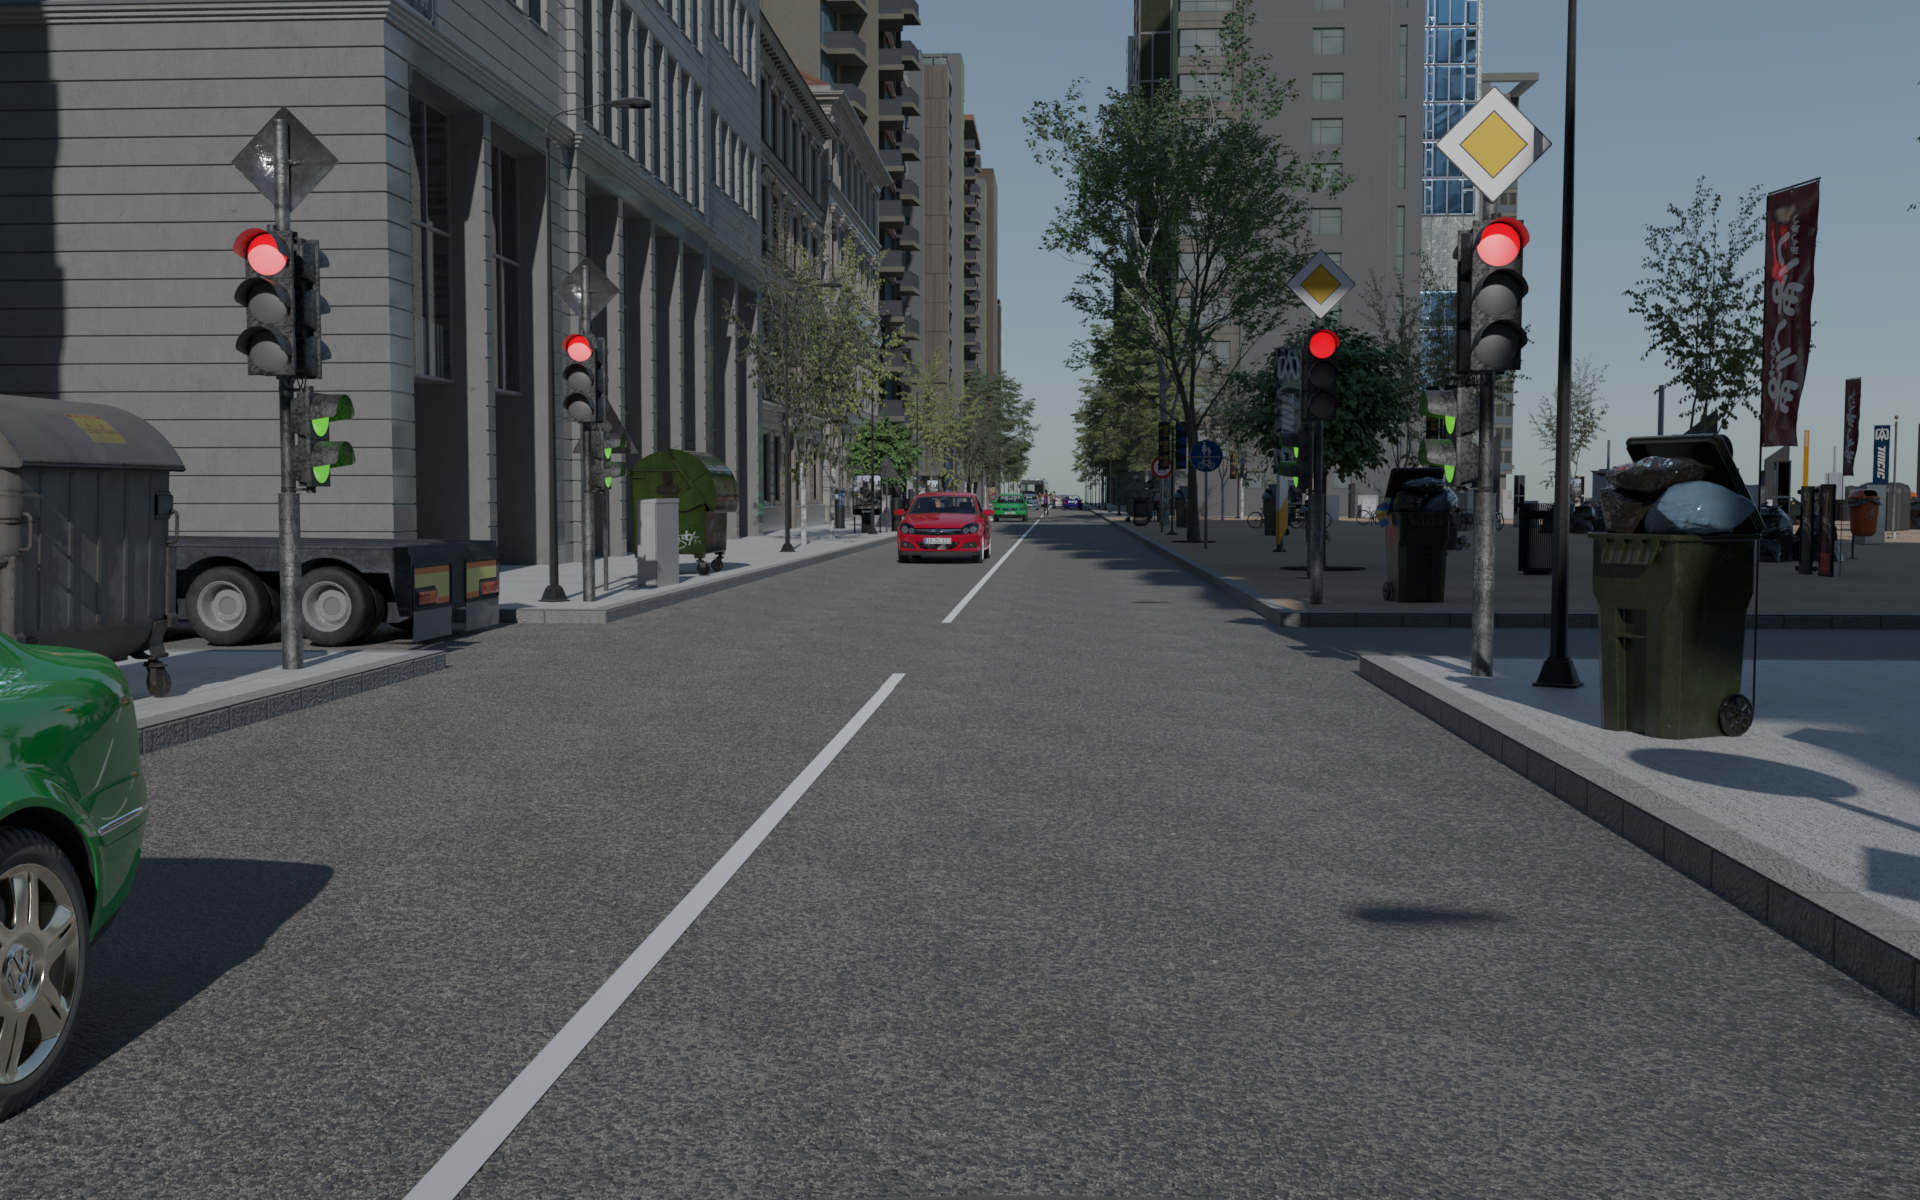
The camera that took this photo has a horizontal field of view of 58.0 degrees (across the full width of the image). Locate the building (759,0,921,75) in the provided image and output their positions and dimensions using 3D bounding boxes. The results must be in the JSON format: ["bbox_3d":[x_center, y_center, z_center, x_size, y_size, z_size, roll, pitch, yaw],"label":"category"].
[{"bbox_3d":[-14.089,-27.876,110.396,22.147,44.769,28.867,0,4,3],"label":"building"}]

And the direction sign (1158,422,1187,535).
[{"bbox_3d":[6.656,-3.809,54.281,0.876,3.537,0.379,1,4,11],"label":"direction sign"}]

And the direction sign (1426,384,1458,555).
[{"bbox_3d":[10.053,-2.705,36.227,0.379,3.537,0.876,-2,4,-28],"label":"direction sign"}]

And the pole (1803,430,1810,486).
[{"bbox_3d":[27.005,-3.759,55.309,0.158,3.312,0.155,0,3,0],"label":"pole"}]

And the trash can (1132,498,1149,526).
[{"bbox_3d":[7.270,-3.546,69.635,0.748,1.137,0.748,0,3,0],"label":"trash can"}]

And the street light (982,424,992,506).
[{"bbox_3d":[1.162,-8.670,114.290,1.470,5.913,1.316,0,4,3],"label":"street light"}]

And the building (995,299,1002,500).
[{"bbox_3d":[-1.331,-29.094,247.390,14.160,30.474,14.107,0,4,3],"label":"building"}]

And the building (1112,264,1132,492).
[{"bbox_3d":[26.036,-27.168,215.899,14.160,30.474,14.107,0,4,3],"label":"building"}]

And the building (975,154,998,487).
[{"bbox_3d":[-2.143,-35.613,232.388,14.600,45.320,14.200,0,4,3],"label":"building"}]

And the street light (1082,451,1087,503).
[{"bbox_3d":[11.823,-11.085,153.779,1.470,5.913,1.316,0,4,3],"label":"street light"}]

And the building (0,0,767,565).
[{"bbox_3d":[-12.263,-15.924,37.850,11.434,29.767,29.804,0,4,3],"label":"building"}]

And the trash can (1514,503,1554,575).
[{"bbox_3d":[9.197,-0.972,27.541,0.748,1.137,0.748,0,3,0],"label":"trash can"}]

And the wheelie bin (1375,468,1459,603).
[{"bbox_3d":[5.469,-0.778,20.621,0.980,1.594,0.693,0,4,-4],"label":"wheelie bin"}]

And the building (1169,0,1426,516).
[{"bbox_3d":[19.819,-25.790,105.269,14.154,41.232,14.086,0,4,3],"label":"building"}]

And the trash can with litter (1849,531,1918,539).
[{"bbox_3d":[26.972,-2.428,50.748,1.678,1.210,2.233,1,4,17],"label":"trash can with litter"}]

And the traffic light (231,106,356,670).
[{"bbox_3d":[-4.882,-1.448,12.598,0.839,4.253,0.868,0,4,3],"label":"traffic light"}]

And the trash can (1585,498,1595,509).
[{"bbox_3d":[25.538,-3.603,70.558,0.748,1.137,0.748,0,3,0],"label":"trash can"}]

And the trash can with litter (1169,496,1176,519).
[{"bbox_3d":[10.912,-4.860,90.511,1.678,1.210,2.233,-2,4,-29],"label":"trash can with litter"}]

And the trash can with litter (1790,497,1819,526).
[{"bbox_3d":[34.730,-3.673,71.433,1.055,1.170,0.624,2,4,26],"label":"trash can with litter"}]

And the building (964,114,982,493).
[{"bbox_3d":[-8.951,-33.155,196.707,22.147,44.769,28.867,0,4,3],"label":"building"}]

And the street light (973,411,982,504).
[{"bbox_3d":[0.319,-7.644,97.527,1.470,5.913,1.316,0,4,3],"label":"street light"}]

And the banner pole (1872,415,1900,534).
[{"bbox_3d":[29.510,-3.984,55.162,0.863,3.779,0.401,3,4,36],"label":"banner pole"}]

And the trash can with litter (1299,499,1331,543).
[{"bbox_3d":[9.360,-2.089,45.543,0.624,1.170,1.055,2,4,30],"label":"trash can with litter"}]

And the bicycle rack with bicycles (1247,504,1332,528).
[{"bbox_3d":[12.519,-3.158,65.020,2.925,0.926,2.852,2,4,26],"label":"bicycle rack with bicycles"}]

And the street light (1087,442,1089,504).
[{"bbox_3d":[10.991,-10.059,137.000,1.470,5.913,1.316,0,4,3],"label":"street light"}]

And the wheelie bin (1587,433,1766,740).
[{"bbox_3d":[3.822,-0.084,9.274,0.693,1.594,0.980,-2,4,-24],"label":"wheelie bin"}]

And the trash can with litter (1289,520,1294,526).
[{"bbox_3d":[13.136,-3.593,70.125,0.624,1.170,1.055,-2,4,-31],"label":"trash can with litter"}]

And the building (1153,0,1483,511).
[{"bbox_3d":[25.699,-49.750,126.081,22.319,86.520,31.000,0,4,3],"label":"building"}]

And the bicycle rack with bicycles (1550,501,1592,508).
[{"bbox_3d":[30.882,-4.522,87.316,2.852,0.926,2.925,2,4,30],"label":"bicycle rack with bicycles"}]

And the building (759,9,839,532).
[{"bbox_3d":[-10.909,-12.165,63.530,10.561,19.102,19.286,0,4,3],"label":"building"}]

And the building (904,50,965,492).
[{"bbox_3d":[-6.998,-28.915,156.360,14.154,41.232,14.086,0,4,3],"label":"building"}]

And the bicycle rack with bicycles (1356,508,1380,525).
[{"bbox_3d":[17.843,-3.557,71.543,2.925,0.926,2.852,1,4,20],"label":"bicycle rack with bicycles"}]

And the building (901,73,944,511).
[{"bbox_3d":[-17.151,-27.283,137.950,32.217,40.220,23.993,0,4,3],"label":"building"}]

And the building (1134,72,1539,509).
[{"bbox_3d":[32.027,-28.302,154.615,32.217,40.220,23.993,0,4,3],"label":"building"}]

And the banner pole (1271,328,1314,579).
[{"bbox_3d":[5.100,-2.213,26.203,0.863,3.779,0.401,-1,4,-16],"label":"banner pole"}]

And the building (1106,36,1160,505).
[{"bbox_3d":[31.560,-56.498,236.414,22.319,86.520,31.000,0,4,3],"label":"building"}]

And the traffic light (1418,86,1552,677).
[{"bbox_3d":[3.665,-1.418,12.112,0.839,4.253,0.868,0,4,3],"label":"traffic light"}]

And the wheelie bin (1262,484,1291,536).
[{"bbox_3d":[9.722,-2.785,53.436,0.980,1.594,0.693,-2,4,-33],"label":"wheelie bin"}]

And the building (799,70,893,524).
[{"bbox_3d":[-10.015,-15.133,83.587,11.583,22.565,21.152,0,4,3],"label":"building"}]

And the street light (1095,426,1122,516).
[{"bbox_3d":[8.924,-7.974,102.915,1.470,5.913,1.316,0,4,3],"label":"street light"}]

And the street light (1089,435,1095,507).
[{"bbox_3d":[9.879,-9.013,119.909,1.470,5.913,1.316,0,4,3],"label":"street light"}]

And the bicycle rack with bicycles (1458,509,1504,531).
[{"bbox_3d":[17.863,-2.897,60.747,2.925,0.926,2.852,-1,4,-22],"label":"bicycle rack with bicycles"}]

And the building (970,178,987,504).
[{"bbox_3d":[-3.967,-32.715,218.480,14.154,41.232,14.086,0,4,3],"label":"building"}]

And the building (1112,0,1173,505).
[{"bbox_3d":[28.042,-46.391,196.743,20.563,71.187,20.611,0,4,3],"label":"building"}]

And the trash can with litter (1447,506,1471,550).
[{"bbox_3d":[11.294,-1.743,39.882,0.624,1.170,1.055,3,5,44],"label":"trash can with litter"}]

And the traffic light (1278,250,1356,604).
[{"bbox_3d":[4.135,-1.906,20.084,0.839,4.253,0.868,0,4,3],"label":"traffic light"}]

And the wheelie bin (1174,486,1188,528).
[{"bbox_3d":[8.571,-3.558,66.088,0.980,1.594,0.693,-2,4,-35],"label":"wheelie bin"}]

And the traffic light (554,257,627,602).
[{"bbox_3d":[-4.412,-1.936,20.570,0.839,4.253,0.868,0,4,3],"label":"traffic light"}]

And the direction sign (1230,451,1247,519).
[{"bbox_3d":[14.565,-6.033,90.642,0.876,3.537,0.379,1,4,11],"label":"direction sign"}]
